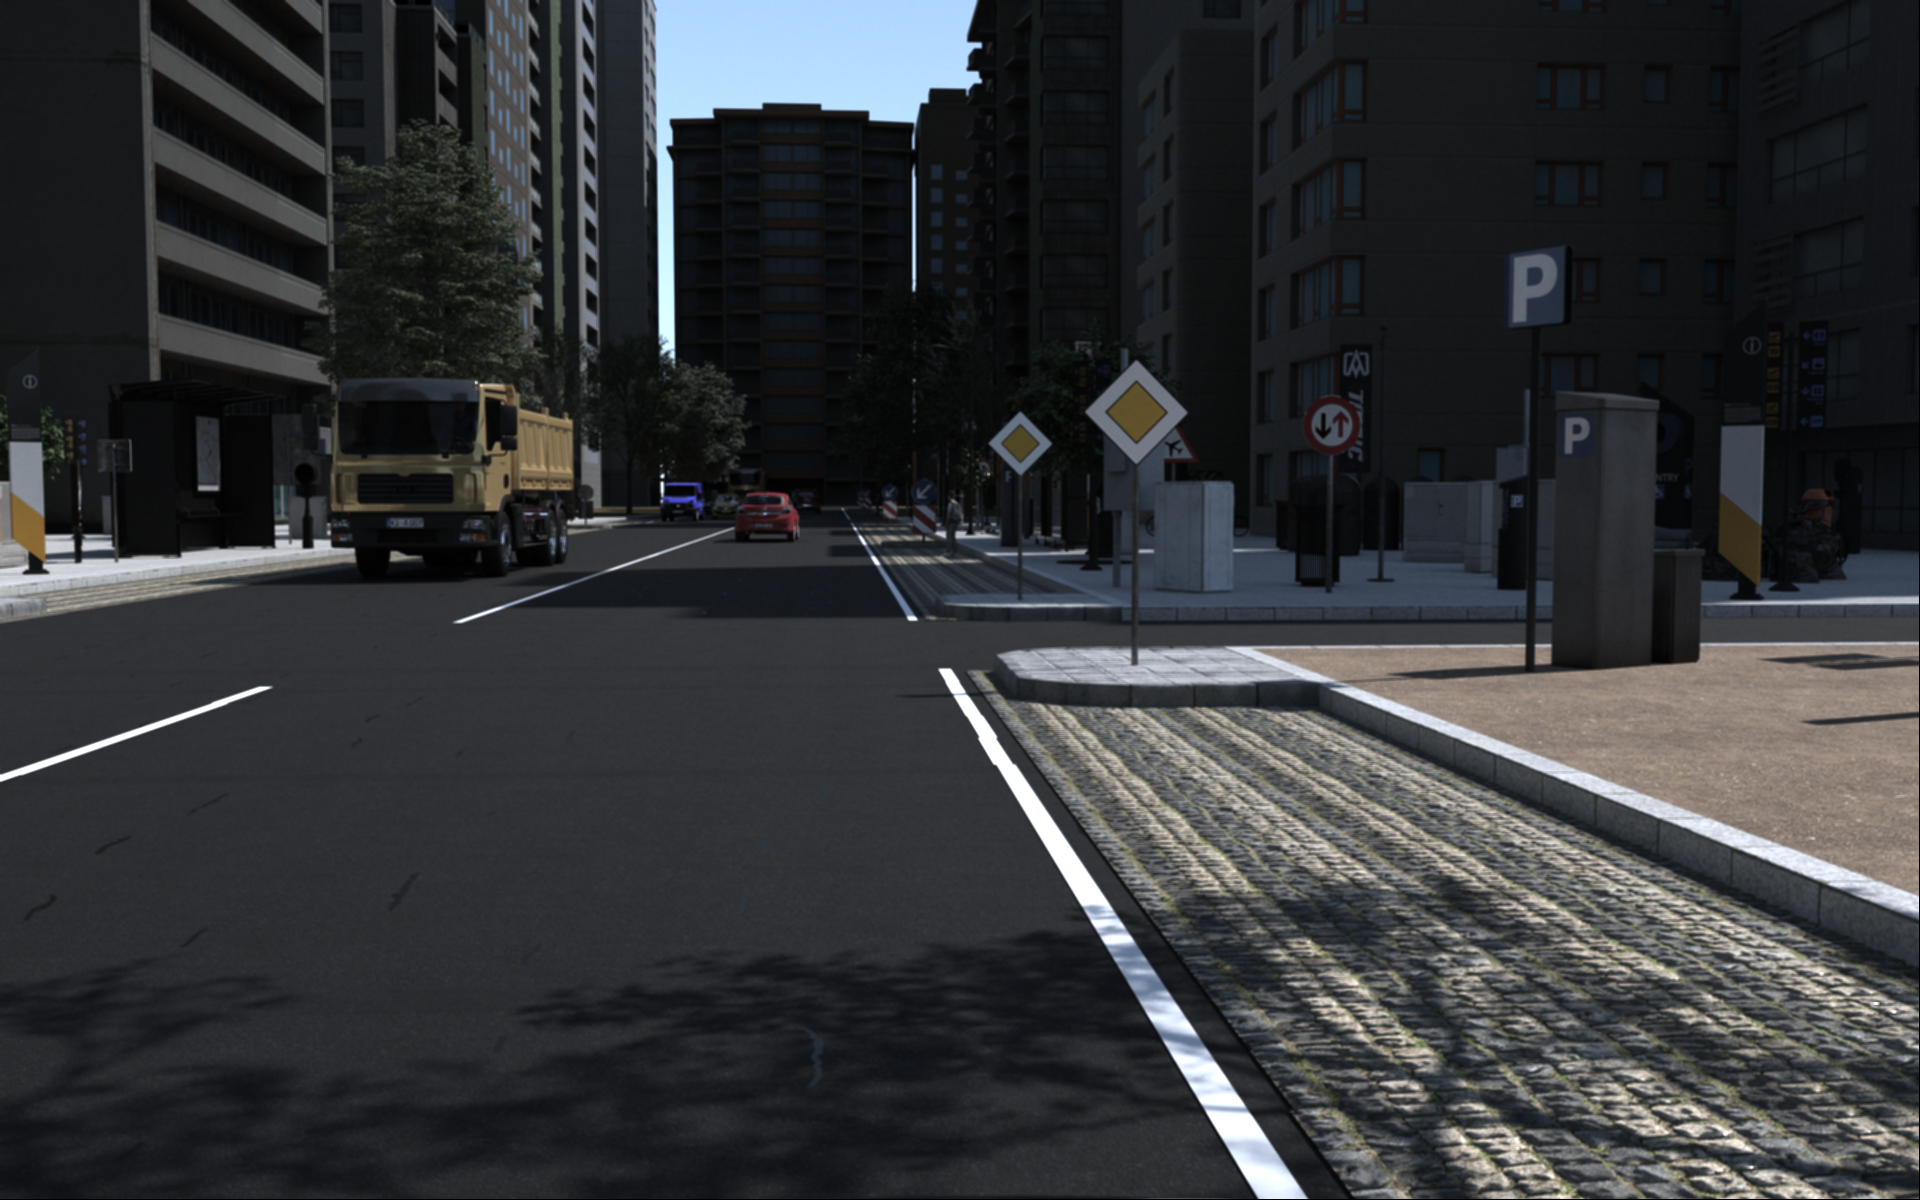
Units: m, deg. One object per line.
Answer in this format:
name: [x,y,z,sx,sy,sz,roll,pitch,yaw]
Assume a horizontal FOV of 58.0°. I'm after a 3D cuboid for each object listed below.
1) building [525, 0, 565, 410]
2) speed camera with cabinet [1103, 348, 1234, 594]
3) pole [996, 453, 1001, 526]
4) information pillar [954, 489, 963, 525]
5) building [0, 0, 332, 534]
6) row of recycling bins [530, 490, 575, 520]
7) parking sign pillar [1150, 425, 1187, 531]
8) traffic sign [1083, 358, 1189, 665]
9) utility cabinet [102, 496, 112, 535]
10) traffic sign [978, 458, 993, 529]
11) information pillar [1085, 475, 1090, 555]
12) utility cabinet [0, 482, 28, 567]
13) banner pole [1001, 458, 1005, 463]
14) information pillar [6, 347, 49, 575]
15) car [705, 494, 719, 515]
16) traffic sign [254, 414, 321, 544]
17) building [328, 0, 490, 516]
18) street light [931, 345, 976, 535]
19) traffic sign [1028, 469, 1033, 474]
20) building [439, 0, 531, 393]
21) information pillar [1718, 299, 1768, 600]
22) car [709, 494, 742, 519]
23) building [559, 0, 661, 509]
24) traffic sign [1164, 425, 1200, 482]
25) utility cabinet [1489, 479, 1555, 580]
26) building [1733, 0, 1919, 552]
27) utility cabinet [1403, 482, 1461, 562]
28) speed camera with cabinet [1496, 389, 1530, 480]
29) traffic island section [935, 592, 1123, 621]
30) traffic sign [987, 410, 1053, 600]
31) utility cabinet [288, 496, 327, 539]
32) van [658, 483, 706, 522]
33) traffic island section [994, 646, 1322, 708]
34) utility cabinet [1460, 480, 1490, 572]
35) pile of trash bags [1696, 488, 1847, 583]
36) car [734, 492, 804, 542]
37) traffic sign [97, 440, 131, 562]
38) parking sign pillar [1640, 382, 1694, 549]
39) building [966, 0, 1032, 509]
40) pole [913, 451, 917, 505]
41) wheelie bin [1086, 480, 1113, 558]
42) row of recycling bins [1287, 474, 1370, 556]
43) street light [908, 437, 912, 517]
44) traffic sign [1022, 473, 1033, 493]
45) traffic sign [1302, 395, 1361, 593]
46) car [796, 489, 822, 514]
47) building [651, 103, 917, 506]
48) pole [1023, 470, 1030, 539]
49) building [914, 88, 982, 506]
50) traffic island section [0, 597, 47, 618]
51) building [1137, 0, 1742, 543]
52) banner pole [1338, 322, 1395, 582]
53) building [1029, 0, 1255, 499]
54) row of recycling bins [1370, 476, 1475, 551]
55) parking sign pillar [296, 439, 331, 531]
building: [-37.646,-27.235,128.893,14.154,41.232,14.086,0,4,-4]
speed camera with cabinet: [2.773,-1.761,23.125,0.660,3.252,2.038,-2,4,-34]
pole: [1.580,-4.679,70.342,0.158,3.312,0.155,0,3,0]
information pillar: [-0.050,-4.102,71.567,0.304,2.012,0.304,1,4,19]
building: [-37.274,-26.921,63.858,21.300,48.544,21.600,0,4,-4]
row of recycling bins: [-21.024,-4.845,86.335,3.534,1.692,1.069,-1,4,-18]
parking sign pillar: [7.366,-4.402,60.448,1.447,3.967,1.447,-2,4,-31]
traffic sign: [1.306,-0.568,12.924,0.795,2.450,0.064,0,4,-4]
utility cabinet: [-26.359,-2.641,54.338,1.020,1.237,0.306,1,4,12]
traffic sign: [0.789,-3.766,61.678,0.768,2.556,0.104,0,4,4]
information pillar: [2.737,-2.761,36.504,0.183,3.616,0.504,0,4,7]
utility cabinet: [-16.763,-1.329,30.401,0.318,1.500,1.173,0,4,-7]
banner pole: [1.873,-5.070,72.905,0.401,3.779,0.863,-1,4,-22]
information pillar: [-14.866,-2.216,27.588,0.504,3.616,0.183,-3,5,-45]
car: [-16.683,-6.752,120.186,2.009,1.686,4.222,0,4,-2]
traffic sign: [-17.474,-3.083,44.284,2.265,3.308,0.079,0,4,2]
building: [-35.769,-20.115,100.588,14.160,30.474,14.107,0,4,-4]
street light: [-0.202,-4.986,54.056,1.470,5.913,1.316,0,4,-4]
traffic sign: [2.239,-2.977,48.780,0.768,2.556,0.104,0,4,2]
building: [-36.875,-28.413,114.671,14.600,45.320,14.200,0,4,-4]
information pillar: [9.504,-1.814,21.006,0.504,3.616,0.183,3,4,38]
car: [-13.333,-5.453,99.382,2.015,1.641,3.980,0,4,-5]
building: [-48.236,-39.857,193.655,28.212,58.520,21.231,0,4,-4]
traffic sign: [3.629,-1.804,29.500,0.884,2.594,0.081,0,4,5]
utility cabinet: [8.588,-1.067,26.117,0.318,1.500,1.173,-2,4,-30]
building: [27.347,-21.650,37.568,14.086,41.232,14.154,0,4,-4]
utility cabinet: [8.936,-1.456,32.484,1.173,1.500,0.318,1,4,22]
speed camera with cabinet: [10.960,-2.391,33.433,0.660,3.252,2.038,3,4,37]
traffic island section: [0.746,0.080,20.967,2.009,0.180,2.903,0,4,-4]
traffic sign: [0.723,-1.055,20.888,0.795,2.450,0.064,0,4,-4]
utility cabinet: [-18.609,-2.339,49.405,1.020,1.237,0.306,0,4,5]
van: [-14.644,-5.337,91.636,2.240,2.365,5.245,0,4,-3]
traffic island section: [1.329,0.567,13.003,2.009,0.180,2.903,0,4,-4]
utility cabinet: [8.731,-1.209,28.448,1.173,1.500,0.318,-3,5,-42]
pile of trash bags: [12.598,-1.024,26.488,1.912,1.369,3.447,3,5,44]
car: [-5.904,-2.703,53.228,2.155,1.783,4.494,0,4,-3]
traffic sign: [-15.857,-1.858,32.501,0.606,2.300,0.079,0,4,-2]
parking sign pillar: [16.669,-3.218,41.089,1.447,3.967,1.447,-3,5,-40]
building: [12.026,-30.282,149.731,22.147,44.769,28.867,0,4,-4]
pole: [-2.162,-5.448,82.919,0.158,3.312,0.155,0,3,0]
wheelie bin: [2.929,-1.657,34.995,0.693,1.594,0.980,1,4,9]
row of recycling bins: [7.795,-1.854,37.419,1.069,1.692,3.534,0,4,-2]
street light: [-3.256,-7.545,95.908,1.470,5.913,1.316,0,4,-4]
traffic sign: [2.154,-3.557,58.164,0.884,2.594,0.081,0,4,1]
traffic sign: [4.794,-1.366,22.437,0.768,2.556,0.104,0,4,-4]
car: [-11.165,-7.172,125.938,2.281,1.827,5.304,0,4,-6]
building: [-19.623,-33.176,197.053,28.867,44.769,22.147,0,4,-4]
pole: [1.910,-3.415,49.672,0.158,3.312,0.155,0,3,0]
building: [2.344,-33.330,195.055,14.200,45.320,14.600,0,4,-4]
traffic island section: [-12.012,0.137,20.041,2.009,0.180,2.903,0,4,-4]
building: [22.374,-13.158,60.172,27.650,21.520,28.899,0,4,-4]
banner pole: [5.963,-2.165,25.414,0.863,3.779,0.401,1,4,12]
building: [11.040,-20.559,107.840,14.160,30.474,14.107,0,4,-4]
row of recycling bins: [10.082,-1.980,39.482,3.534,1.692,1.069,2,4,30]
parking sign pillar: [-22.779,-4.422,60.766,1.447,3.967,1.447,3,4,39]
